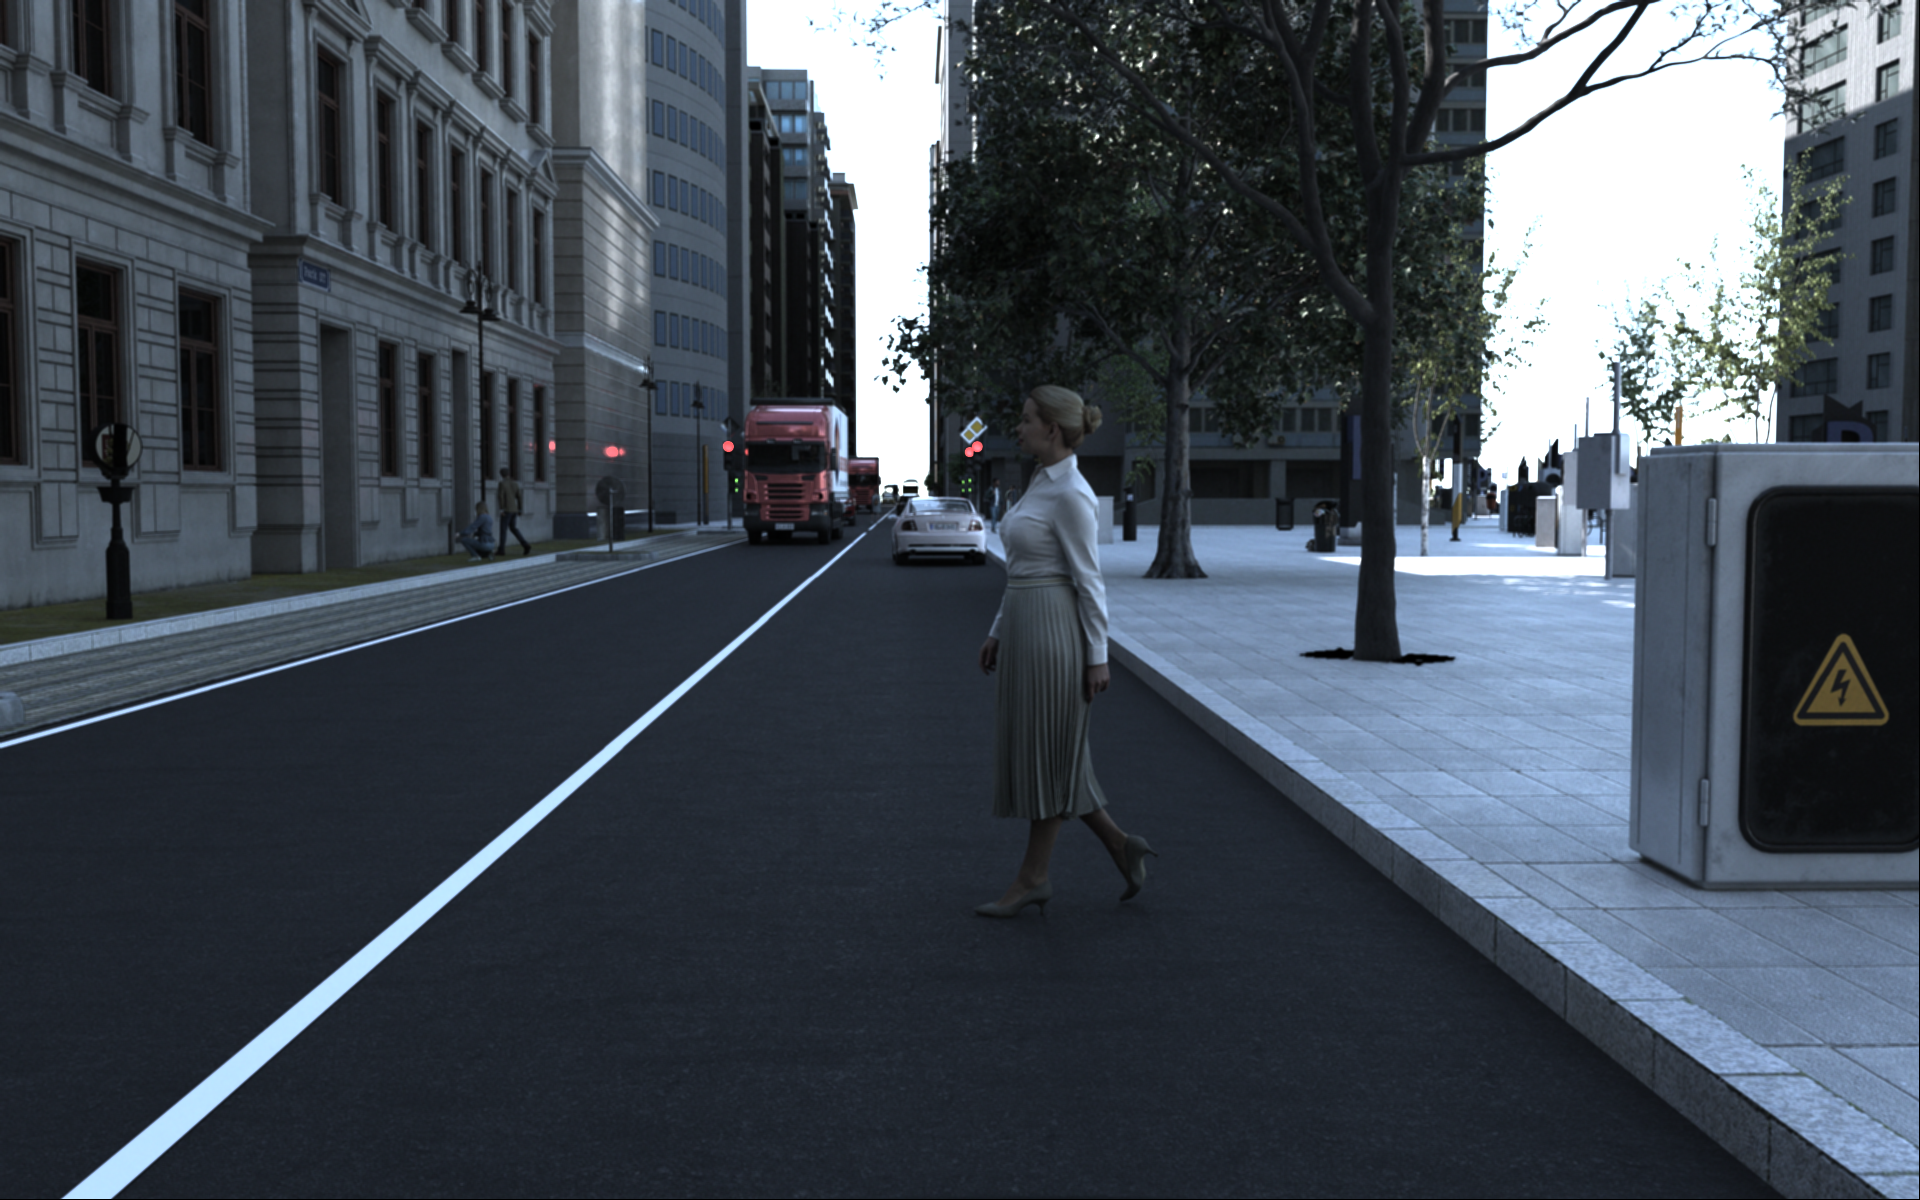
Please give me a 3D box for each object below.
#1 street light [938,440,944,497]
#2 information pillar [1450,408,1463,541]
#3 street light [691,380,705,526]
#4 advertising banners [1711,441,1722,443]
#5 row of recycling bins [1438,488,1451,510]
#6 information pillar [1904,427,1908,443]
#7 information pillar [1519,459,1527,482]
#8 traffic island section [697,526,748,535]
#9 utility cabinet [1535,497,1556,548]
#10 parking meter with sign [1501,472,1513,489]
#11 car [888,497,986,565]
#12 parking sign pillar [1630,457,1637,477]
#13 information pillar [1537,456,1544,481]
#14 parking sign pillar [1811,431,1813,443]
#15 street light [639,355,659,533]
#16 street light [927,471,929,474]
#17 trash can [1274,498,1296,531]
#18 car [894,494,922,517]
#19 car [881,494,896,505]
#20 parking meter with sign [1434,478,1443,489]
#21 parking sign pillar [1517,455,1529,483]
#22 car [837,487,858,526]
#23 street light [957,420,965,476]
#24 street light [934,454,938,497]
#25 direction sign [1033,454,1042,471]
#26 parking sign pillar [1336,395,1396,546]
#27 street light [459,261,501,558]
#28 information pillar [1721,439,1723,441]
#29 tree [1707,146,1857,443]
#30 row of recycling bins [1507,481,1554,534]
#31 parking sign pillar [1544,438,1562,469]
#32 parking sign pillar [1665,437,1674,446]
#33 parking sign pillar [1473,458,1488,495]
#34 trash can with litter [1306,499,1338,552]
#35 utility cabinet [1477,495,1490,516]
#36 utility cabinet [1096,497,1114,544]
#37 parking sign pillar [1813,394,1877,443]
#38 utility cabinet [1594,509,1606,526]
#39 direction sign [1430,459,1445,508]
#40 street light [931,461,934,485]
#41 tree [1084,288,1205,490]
[{"bbox_3d":[-1.485,-10.977,152.259,0.468,5.910,1.993,0,4,-2],"label":"street light"},{"bbox_3d":[13.557,-3.416,47.201,0.183,3.616,0.504,0,4,-5],"label":"information pillar"},{"bbox_3d":[-10.635,-5.973,70.453,0.468,5.910,1.993,0,4,-2],"label":"street light"},{"bbox_3d":[25.863,-3.737,57.282,2.074,3.025,0.090,1,4,9],"label":"advertising banners"},{"bbox_3d":[31.553,-6.465,112.817,1.069,1.692,3.534,0,4,2],"label":"row of recycling bins"},{"bbox_3d":[32.942,-4.224,60.417,0.183,3.616,0.504,2,4,24],"label":"information pillar"},{"bbox_3d":[37.815,-7.641,116.288,0.504,3.616,0.183,0,3,0],"label":"information pillar"},{"bbox_3d":[-8.306,-2.451,62.350,2.009,0.180,2.903,0,4,-2],"label":"traffic island section"},{"bbox_3d":[14.291,-1.845,41.321,1.020,1.237,0.306,2,4,33],"label":"utility cabinet"},{"bbox_3d":[43.210,-8.543,135.937,0.543,3.016,1.738,-1,4,-18],"label":"parking meter with sign"},{"bbox_3d":[-0.475,-1.478,36.532,2.083,1.381,4.827,0,4,-3],"label":"car"},{"bbox_3d":[50.353,-8.692,130.592,1.447,3.967,1.447,-3,5,-41],"label":"parking sign pillar"},{"bbox_3d":[35.440,-7.004,105.870,0.504,3.616,0.183,-2,4,-27],"label":"information pillar"},{"bbox_3d":[25.237,-3.761,49.957,1.447,3.967,1.447,2,4,23],"label":"parking sign pillar"},{"bbox_3d":[-10.328,-5.188,57.615,0.468,5.910,1.993,0,4,-2],"label":"street light"},{"bbox_3d":[-3.821,-16.016,234.641,0.468,5.910,1.993,0,4,-2],"label":"street light"},{"bbox_3d":[11.470,-3.026,61.135,0.748,1.137,0.748,0,3,0],"label":"trash can"},{"bbox_3d":[-3.109,-6.056,108.796,2.009,1.686,4.222,0,4,-4],"label":"car"},{"bbox_3d":[-9.851,-13.913,237.701,2.015,1.641,3.980,0,4,-2],"label":"car"},{"bbox_3d":[38.193,-8.680,138.171,0.543,3.016,1.738,-1,4,-10],"label":"parking meter with sign"},{"bbox_3d":[38.877,-8.020,119.599,1.447,3.967,1.447,0,4,1],"label":"parking sign pillar"},{"bbox_3d":[-5.820,-4.345,79.713,2.281,1.827,5.304,0,4,-3],"label":"car"},{"bbox_3d":[0.094,-7.598,97.017,0.468,5.910,1.993,0,4,-2],"label":"street light"},{"bbox_3d":[-2.140,-12.392,175.388,0.468,5.910,1.993,0,4,-2],"label":"street light"},{"bbox_3d":[2.859,-4.010,57.566,0.876,3.537,0.379,-1,4,-14],"label":"direction sign"},{"bbox_3d":[10.138,-3.342,43.113,1.447,3.967,1.447,-1,4,-20],"label":"parking sign pillar"},{"bbox_3d":[-9.521,-3.774,34.490,0.468,5.910,1.993,0,4,-2],"label":"street light"},{"bbox_3d":[32.185,-5.022,73.460,0.183,3.616,0.504,-1,4,-17],"label":"information pillar"},{"bbox_3d":[17.116,-5.318,37.310,4.737,8.622,4.395,0,3,0],"label":"tree"},{"bbox_3d":[18.805,-3.046,56.923,1.069,1.692,3.534,0,4,6],"label":"row of recycling bins"},{"bbox_3d":[28.670,-5.821,83.653,1.447,3.967,1.447,0,4,-6],"label":"parking sign pillar"},{"bbox_3d":[33.357,-5.687,81.449,1.447,3.967,1.447,0,4,-3],"label":"parking sign pillar"},{"bbox_3d":[38.653,-8.576,128.685,1.447,3.967,1.447,-2,4,-32],"label":"parking sign pillar"},{"bbox_3d":[7.947,-1.649,38.352,0.624,1.170,1.055,-1,4,-13],"label":"trash can with litter"},{"bbox_3d":[30.537,-5.501,101.105,0.306,1.237,1.020,-1,4,-22],"label":"utility cabinet"},{"bbox_3d":[3.440,-2.019,44.173,1.020,1.237,0.306,-3,4,-37],"label":"utility cabinet"},{"bbox_3d":[23.744,-3.532,46.224,1.447,3.967,1.447,1,4,16],"label":"parking sign pillar"},{"bbox_3d":[26.460,-3.630,70.509,1.020,1.237,0.306,-1,4,-13],"label":"utility cabinet"},{"bbox_3d":[25.571,-6.167,92.830,0.876,3.537,0.379,-1,4,-15],"label":"direction sign"},{"bbox_3d":[-2.823,-13.814,198.639,0.468,5.910,1.993,0,4,-2],"label":"street light"},{"bbox_3d":[6.470,-6.478,56.285,4.737,8.622,4.395,0,3,0],"label":"tree"}]
